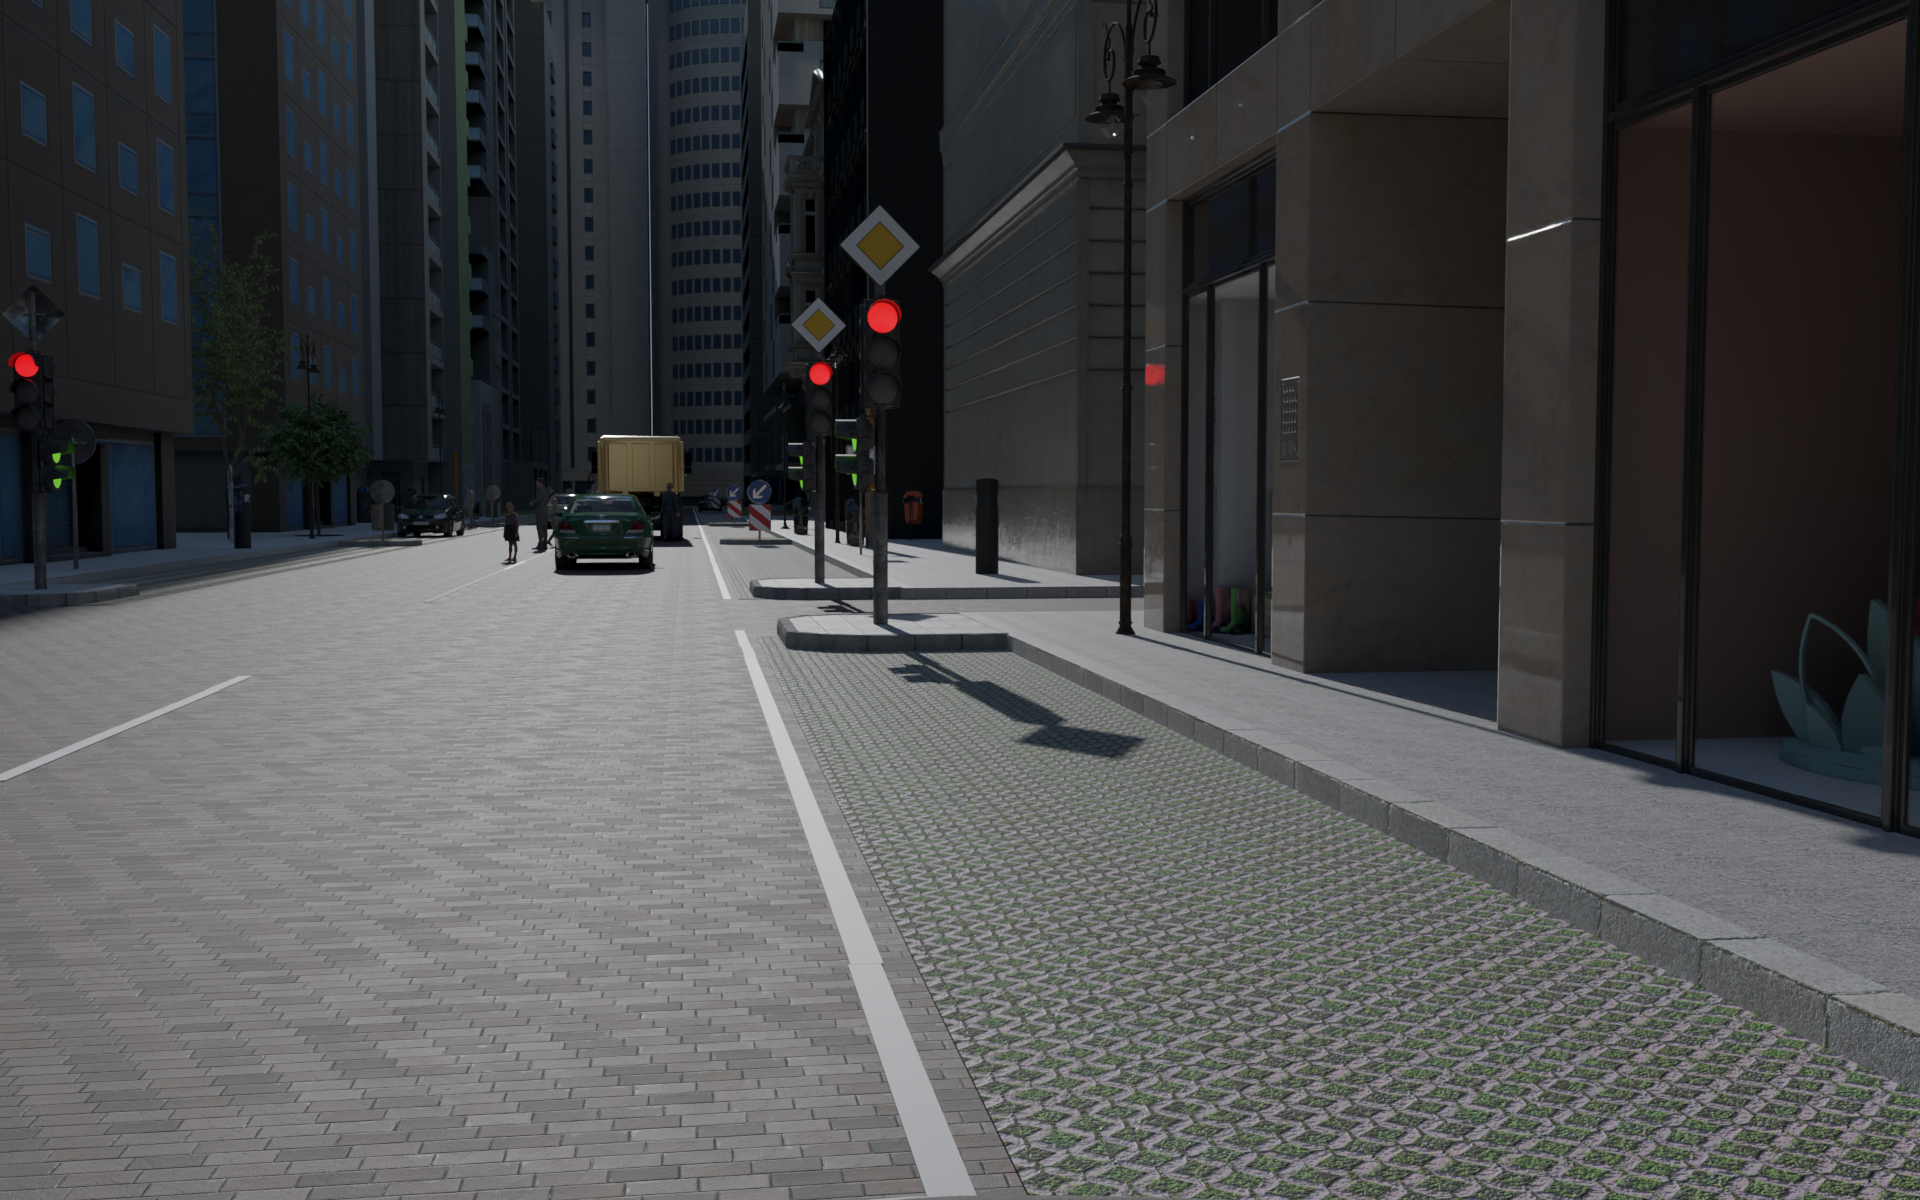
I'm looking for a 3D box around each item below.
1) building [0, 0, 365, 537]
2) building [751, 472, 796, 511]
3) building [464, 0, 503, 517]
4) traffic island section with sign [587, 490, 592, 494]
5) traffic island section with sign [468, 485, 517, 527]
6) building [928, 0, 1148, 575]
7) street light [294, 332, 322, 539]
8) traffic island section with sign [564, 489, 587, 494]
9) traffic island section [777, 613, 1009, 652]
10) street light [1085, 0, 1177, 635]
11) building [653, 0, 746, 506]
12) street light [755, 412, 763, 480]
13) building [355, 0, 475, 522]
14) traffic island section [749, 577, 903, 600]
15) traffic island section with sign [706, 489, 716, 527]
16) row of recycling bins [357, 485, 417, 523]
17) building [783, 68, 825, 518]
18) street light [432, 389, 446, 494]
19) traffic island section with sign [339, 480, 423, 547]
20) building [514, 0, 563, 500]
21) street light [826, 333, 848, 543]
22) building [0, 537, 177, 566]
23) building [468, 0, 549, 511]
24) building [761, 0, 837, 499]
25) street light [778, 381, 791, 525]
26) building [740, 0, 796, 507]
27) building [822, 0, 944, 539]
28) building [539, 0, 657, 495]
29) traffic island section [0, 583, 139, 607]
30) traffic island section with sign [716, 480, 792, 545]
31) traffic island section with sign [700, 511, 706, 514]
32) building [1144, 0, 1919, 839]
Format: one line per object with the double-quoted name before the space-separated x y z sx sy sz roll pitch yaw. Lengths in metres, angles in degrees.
"building" -30.246 -25.201 62.151 14.600 45.320 14.200 -1 4 -9
"building" -0.859 -27.570 142.654 32.217 40.220 23.993 -1 4 -9
"building" -40.531 -48.712 109.108 22.319 86.520 31.000 -1 4 -9
"traffic island section with sign" -32.122 -8.691 150.731 1.989 1.847 2.006 -1 4 -9
"traffic island section with sign" -20.237 -4.070 75.174 1.989 1.847 2.006 -1 4 -9
"building" 14.767 -12.398 35.984 30.059 22.955 16.112 -1 4 -9
"street light" -18.622 -4.697 49.591 0.468 5.910 1.993 -1 4 -9
"traffic island section with sign" -27.924 -7.053 123.940 1.989 1.847 2.006 -1 4 -9
"traffic island section" -0.761 0.317 17.101 2.009 0.180 2.903 -1 4 -9
"street light" 1.516 -2.625 15.703 0.468 5.910 1.993 -1 4 -9
"building" -20.364 -39.870 193.875 28.212 58.520 21.231 -1 4 -9
"street light" -11.362 -7.655 97.940 0.468 5.910 1.993 -1 4 -9
"building" -32.020 -24.512 84.370 14.154 41.232 14.086 -1 4 -9
"traffic island section" -2.001 -0.166 24.990 2.009 0.180 2.903 -1 4 -9
"traffic island section with sign" -10.092 -4.148 76.455 1.989 1.847 2.006 -1 4 -9
"row of recycling bins" -26.018 -4.281 77.108 3.534 1.692 1.069 -1 4 -13
"building" -1.073 -16.116 82.579 14.460 24.649 34.723 -1 4 -9
"street light" -22.786 -6.309 75.946 0.468 5.910 1.993 -1 4 -9
"traffic island section with sign" -15.922 -2.391 47.719 1.989 1.847 2.006 -1 4 -9
"building" -48.095 -32.684 158.086 21.600 48.544 21.300 -1 4 -9
"street light" -3.207 -4.430 45.216 0.468 5.910 1.993 -1 4 -9
"building" -24.011 -23.362 32.073 14.600 45.320 14.200 -1 4 -9
"building" -43.737 -42.706 136.487 20.563 71.187 20.611 -1 4 -9
"building" 0.680 -32.249 116.502 28.713 52.752 27.495 -1 4 -9
"street light" -7.176 -5.998 70.848 0.468 5.910 1.993 -1 4 -9
"building" -9.605 -33.050 164.062 21.300 48.544 21.600 -1 4 -9
"building" 2.283 -13.902 56.968 12.332 23.373 15.834 -1 4 -9
"building" -48.242 -39.606 189.555 28.212 58.520 21.231 -1 4 -9
"traffic island section" -12.416 -0.066 23.363 2.009 0.180 2.903 -1 4 -9
"traffic island section with sign" -5.847 -2.492 49.365 1.989 1.847 2.006 -1 4 -9
"traffic island section with sign" -17.933 -7.198 126.323 1.989 1.847 2.006 -1 4 -9
"building" 13.892 -11.995 0.628 19.350 26.468 34.151 -1 4 -9
